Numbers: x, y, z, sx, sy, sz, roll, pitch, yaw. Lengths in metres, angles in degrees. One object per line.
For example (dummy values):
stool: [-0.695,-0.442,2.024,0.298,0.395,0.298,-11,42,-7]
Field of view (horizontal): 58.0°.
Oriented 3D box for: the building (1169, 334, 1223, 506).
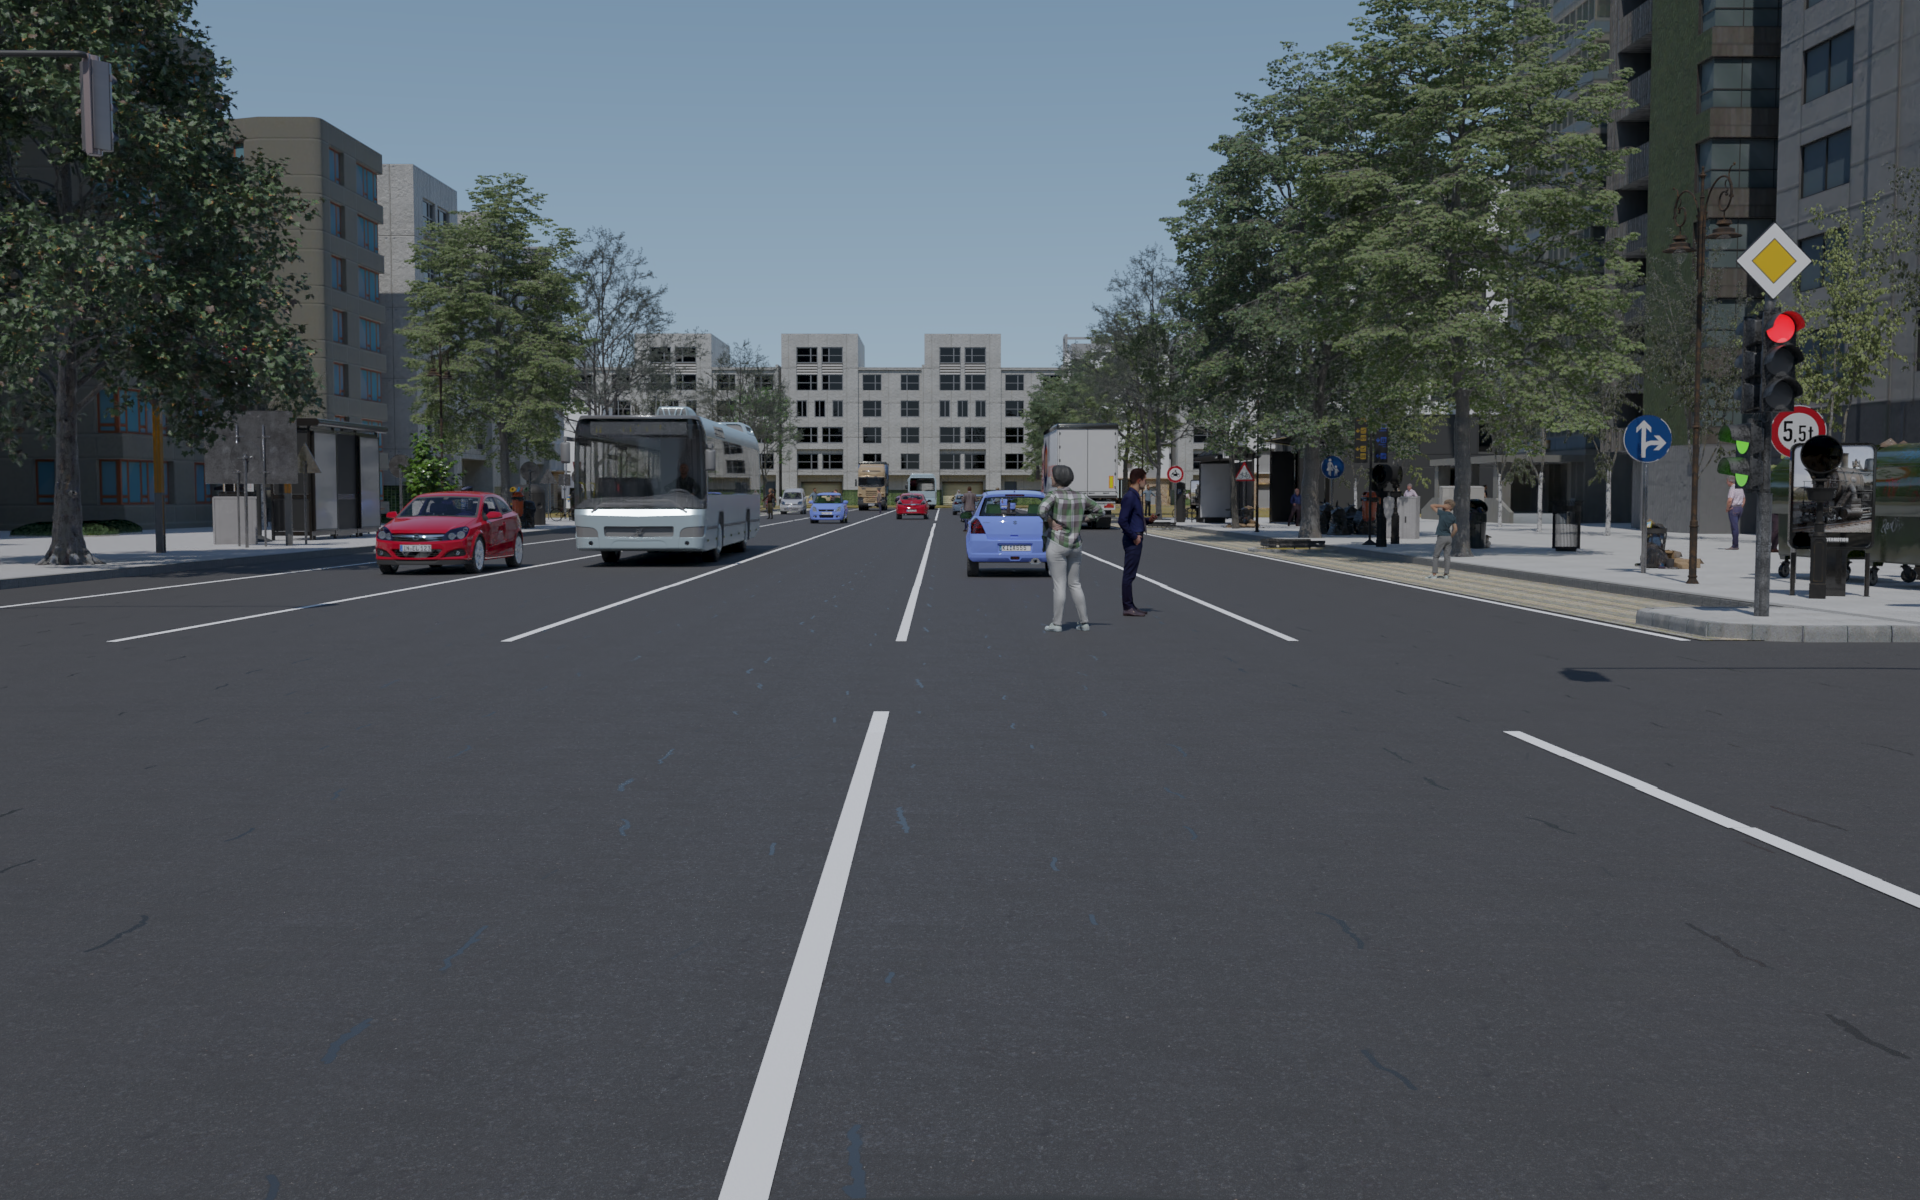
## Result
building: [39.704,-20.348,199.143,31.486,18.905,16.747,0,4,-1]

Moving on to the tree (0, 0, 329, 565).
tree: [-16.095,-6.981,31.153,9.611,12.733,9.660,0,3,0]

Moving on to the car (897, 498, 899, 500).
car: [-3.908,-7.860,137.543,2.155,1.783,4.494,0,4,-2]

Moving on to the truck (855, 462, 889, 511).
truck: [-7.633,-10.000,152.419,2.839,4.237,11.283,0,4,-1]

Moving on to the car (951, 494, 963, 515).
car: [0.381,-6.552,119.130,2.014,1.417,4.499,0,4,1]

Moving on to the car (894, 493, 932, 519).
car: [-2.708,-5.513,99.176,2.155,1.783,4.494,0,4,0]

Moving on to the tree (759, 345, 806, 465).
tree: [-17.387,-13.820,136.329,12.009,13.543,11.850,0,3,0]

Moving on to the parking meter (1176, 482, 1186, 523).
parking meter: [9.978,-4.432,78.167,0.399,1.863,0.255,3,5,43]

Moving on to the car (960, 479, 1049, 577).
car: [0.959,-1.327,31.285,1.945,1.707,3.694,0,4,1]

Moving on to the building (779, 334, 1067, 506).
building: [-4.000,-20.365,199.421,31.486,18.905,16.747,0,4,-1]

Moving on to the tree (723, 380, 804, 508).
tree: [-17.895,-14.209,158.079,9.928,11.665,9.643,0,3,0]

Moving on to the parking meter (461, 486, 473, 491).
parking meter: [-15.455,-2.808,54.327,0.372,1.533,0.369,0,3,0]

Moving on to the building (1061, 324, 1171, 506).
building: [17.747,-20.979,199.429,11.380,20.091,16.016,0,4,-1]

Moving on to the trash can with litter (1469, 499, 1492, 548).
trash can with litter: [12.211,-1.810,40.986,0.624,1.170,1.055,2,4,29]

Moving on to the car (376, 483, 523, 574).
car: [-9.546,-1.438,32.557,2.155,1.783,4.494,0,4,0]

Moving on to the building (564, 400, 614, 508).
building: [-45.037,-12.776,151.042,28.070,9.664,9.099,0,4,-1]

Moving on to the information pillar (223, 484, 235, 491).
information pillar: [-20.493,-2.697,48.587,0.304,2.012,0.304,-2,4,-26]

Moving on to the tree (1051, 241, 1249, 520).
tree: [9.690,-10.689,85.137,12.009,13.543,11.850,0,3,0]

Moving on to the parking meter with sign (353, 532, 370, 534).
parking meter with sign: [-19.852,-3.647,55.883,1.738,3.016,0.543,1,4,13]

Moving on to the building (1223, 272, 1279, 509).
building: [31.194,-17.966,150.164,16.016,20.091,11.380,0,4,-1]

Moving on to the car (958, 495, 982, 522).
car: [0.934,-4.685,88.609,2.014,1.417,4.499,0,4,-2]

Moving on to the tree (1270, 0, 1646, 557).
tree: [9.838,-7.158,35.164,7.486,12.596,7.792,0,3,0]

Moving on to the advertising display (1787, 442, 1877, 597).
advertising display: [10.922,-1.009,21.715,0.974,1.923,0.123,1,4,16]

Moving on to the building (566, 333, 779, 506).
building: [-35.830,-20.340,199.009,31.486,18.905,16.747,0,4,-1]

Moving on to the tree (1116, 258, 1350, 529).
tree: [10.218,-7.939,64.209,8.767,10.594,7.601,0,4,-3]

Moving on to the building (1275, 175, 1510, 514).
building: [36.872,-17.340,127.480,27.936,21.610,32.646,0,4,-1]

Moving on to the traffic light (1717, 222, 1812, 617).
traffic light: [8.398,-1.783,18.075,0.839,4.253,0.868,0,4,-1]

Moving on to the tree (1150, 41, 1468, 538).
tree: [10.330,-8.784,50.275,9.857,13.997,8.962,0,3,0]

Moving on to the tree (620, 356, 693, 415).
tree: [-16.153,-8.650,91.793,4.360,8.622,3.978,0,3,0]

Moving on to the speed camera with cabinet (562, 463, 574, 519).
speed camera with cabinet: [-19.924,-5.846,89.918,0.660,3.252,2.038,-3,5,-42]

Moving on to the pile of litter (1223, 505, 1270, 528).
pile of litter: [10.896,-3.176,65.896,1.719,0.858,1.176,3,4,37]

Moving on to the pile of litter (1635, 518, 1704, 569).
pile of litter: [12.387,-0.998,30.274,1.176,0.858,1.719,2,4,30]

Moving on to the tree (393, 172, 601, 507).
tree: [-16.430,-8.763,61.408,7.486,12.596,7.792,0,3,0]

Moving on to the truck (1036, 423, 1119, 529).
truck: [4.958,-5.224,74.325,2.839,4.237,11.283,0,4,-1]

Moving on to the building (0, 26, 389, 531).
building: [-43.082,-14.006,74.029,27.650,21.520,28.899,0,4,-1]

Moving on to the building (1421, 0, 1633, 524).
building: [39.865,-23.798,80.979,32.217,40.220,23.993,0,4,-1]

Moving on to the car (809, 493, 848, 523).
car: [-6.460,-4.640,85.448,1.945,1.707,3.694,0,4,0]

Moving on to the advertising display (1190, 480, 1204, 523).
advertising display: [10.786,-4.438,77.778,0.974,1.923,0.123,3,4,38]

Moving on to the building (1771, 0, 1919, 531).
building: [34.688,-36.812,40.134,20.611,71.187,20.563,0,4,-1]

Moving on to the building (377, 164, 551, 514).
building: [-37.759,-14.818,108.737,16.747,18.905,31.486,0,4,-1]

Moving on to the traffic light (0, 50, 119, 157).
traffic light: [-11.192,-2.644,17.903,4.771,5.953,1.251,0,4,-1]

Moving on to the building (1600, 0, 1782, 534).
building: [30.721,-17.734,61.657,14.160,30.474,14.107,0,4,-1]

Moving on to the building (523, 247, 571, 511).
building: [-38.365,-16.756,130.387,16.016,20.091,11.380,0,4,-1]

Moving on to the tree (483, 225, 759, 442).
tree: [-16.379,-10.269,78.266,12.009,13.543,11.850,0,3,0]
